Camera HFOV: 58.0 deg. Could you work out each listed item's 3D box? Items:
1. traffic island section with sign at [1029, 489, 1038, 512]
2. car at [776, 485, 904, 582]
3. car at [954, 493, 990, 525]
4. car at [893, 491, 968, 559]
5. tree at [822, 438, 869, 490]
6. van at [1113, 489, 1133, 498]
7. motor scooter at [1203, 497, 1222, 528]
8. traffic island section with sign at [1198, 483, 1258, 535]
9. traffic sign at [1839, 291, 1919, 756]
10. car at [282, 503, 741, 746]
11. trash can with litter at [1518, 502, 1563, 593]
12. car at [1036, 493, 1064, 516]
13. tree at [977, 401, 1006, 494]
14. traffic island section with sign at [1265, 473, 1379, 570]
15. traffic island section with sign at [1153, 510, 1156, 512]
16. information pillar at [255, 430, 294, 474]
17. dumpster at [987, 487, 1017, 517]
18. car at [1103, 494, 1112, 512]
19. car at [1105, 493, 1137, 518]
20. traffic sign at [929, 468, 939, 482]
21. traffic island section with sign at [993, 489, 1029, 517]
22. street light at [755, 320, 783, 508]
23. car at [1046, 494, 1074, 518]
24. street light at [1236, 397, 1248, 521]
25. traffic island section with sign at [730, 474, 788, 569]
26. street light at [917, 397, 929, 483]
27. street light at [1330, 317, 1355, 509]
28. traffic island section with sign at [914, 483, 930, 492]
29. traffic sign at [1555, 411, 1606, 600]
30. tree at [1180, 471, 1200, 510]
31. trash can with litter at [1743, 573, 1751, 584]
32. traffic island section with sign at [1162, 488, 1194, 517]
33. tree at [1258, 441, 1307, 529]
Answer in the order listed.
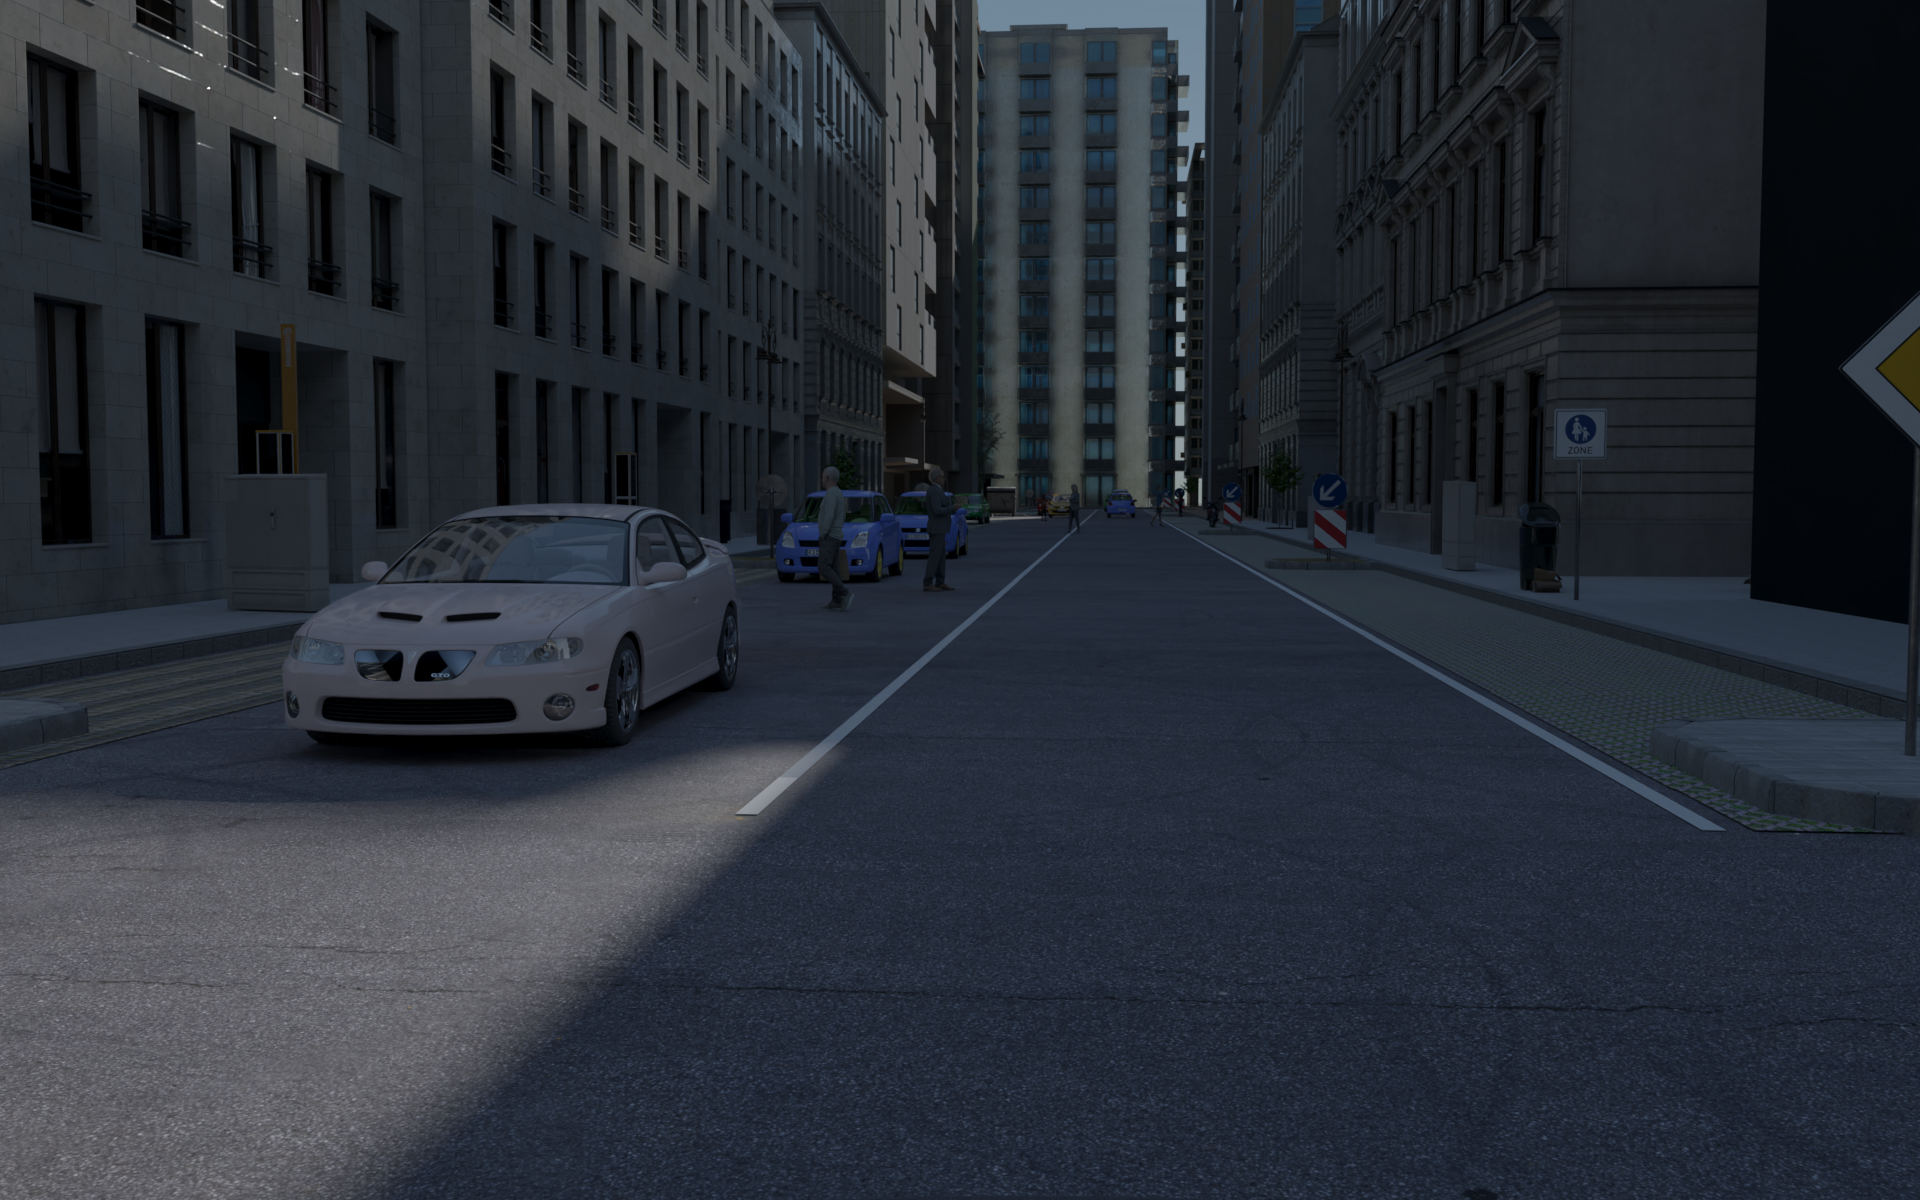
[{"bbox_3d":[5.590,-7.892,137.669,1.989,1.847,2.006,0,4,5],"label":"traffic island section with sign"},{"bbox_3d":[-1.994,-1.205,29.299,1.945,1.707,3.694,0,4,6],"label":"car"},{"bbox_3d":[0.399,-4.505,82.448,1.959,1.807,4.718,0,4,7],"label":"car"},{"bbox_3d":[-0.768,-1.830,39.506,1.945,1.707,3.694,0,4,5],"label":"car"},{"bbox_3d":[-3.907,-3.969,59.496,1.663,3.219,1.824,0,3,0],"label":"tree"},{"bbox_3d":[14.249,-8.944,153.250,2.013,2.044,4.112,0,4,7],"label":"van"},{"bbox_3d":[10.842,-3.765,74.335,0.815,1.314,1.986,0,4,5],"label":"motor scooter"},{"bbox_3d":[9.389,-3.191,60.807,1.989,1.847,2.006,0,4,5],"label":"traffic island section with sign"},{"bbox_3d":[4.661,-0.293,8.438,0.795,2.450,0.064,0,4,5],"label":"traffic sign"},{"bbox_3d":[-2.693,0.059,11.405,2.083,1.381,4.827,0,4,5],"label":"car"},{"bbox_3d":[7.753,-0.704,22.898,0.624,1.170,1.055,0,4,4],"label":"trash can with litter"},{"bbox_3d":[6.178,-6.570,116.465,2.155,1.783,4.494,0,4,5],"label":"car"},{"bbox_3d":[1.510,-11.241,134.145,4.360,8.622,3.978,0,3,0],"label":"tree"},{"bbox_3d":[6.923,-1.514,33.384,1.989,1.847,2.006,0,4,5],"label":"traffic island section with sign"},{"bbox_3d":[16.266,-7.864,137.207,1.989,1.847,2.006,0,4,5],"label":"traffic island section with sign"},{"bbox_3d":[-7.927,-0.954,20.090,0.304,2.012,0.304,1,4,9],"label":"information pillar"},{"bbox_3d":[2.556,-6.006,106.406,1.865,1.857,1.264,0,4,6],"label":"dumpster"},{"bbox_3d":[12.653,-8.114,141.461,1.959,1.807,4.718,0,4,4],"label":"car"},{"bbox_3d":[9.696,-5.790,104.249,1.945,1.707,3.694,0,4,4],"label":"car"},{"bbox_3d":[-1.174,-5.174,84.706,0.768,2.556,0.104,1,4,14],"label":"traffic sign"},{"bbox_3d":[3.184,-6.250,110.821,1.989,1.847,2.006,0,4,5],"label":"traffic island section with sign"},{"bbox_3d":[-5.060,-4.483,46.079,0.468,5.910,1.993,0,4,5],"label":"street light"},{"bbox_3d":[6.318,-5.898,106.653,2.015,1.641,3.980,0,4,4],"label":"car"},{"bbox_3d":[13.455,-6.723,82.710,0.468,5.910,1.993,0,4,5],"label":"street light"},{"bbox_3d":[-3.735,-1.550,33.975,1.989,1.847,2.006,0,4,5],"label":"traffic island section with sign"},{"bbox_3d":[-1.742,-6.695,82.258,0.468,5.910,1.993,0,4,5],"label":"street light"},{"bbox_3d":[10.009,-4.446,45.474,0.468,5.910,1.993,0,4,5],"label":"street light"},{"bbox_3d":[-1.289,-3.207,61.063,1.989,1.847,2.006,0,4,5],"label":"traffic island section with sign"},{"bbox_3d":[7.449,-1.146,20.865,0.606,2.300,0.079,0,4,8],"label":"traffic sign"},{"bbox_3d":[19.014,-9.117,143.661,1.663,3.219,1.824,0,3,0],"label":"tree"},{"bbox_3d":[10.908,-0.707,22.948,0.624,1.170,1.055,-2,4,-29],"label":"trash can with litter"},{"bbox_3d":[13.810,-6.197,109.945,1.989,1.847,2.006,0,4,5],"label":"traffic island section with sign"},{"bbox_3d":[11.902,-4.223,63.652,1.663,3.219,1.824,0,3,0],"label":"tree"}]
